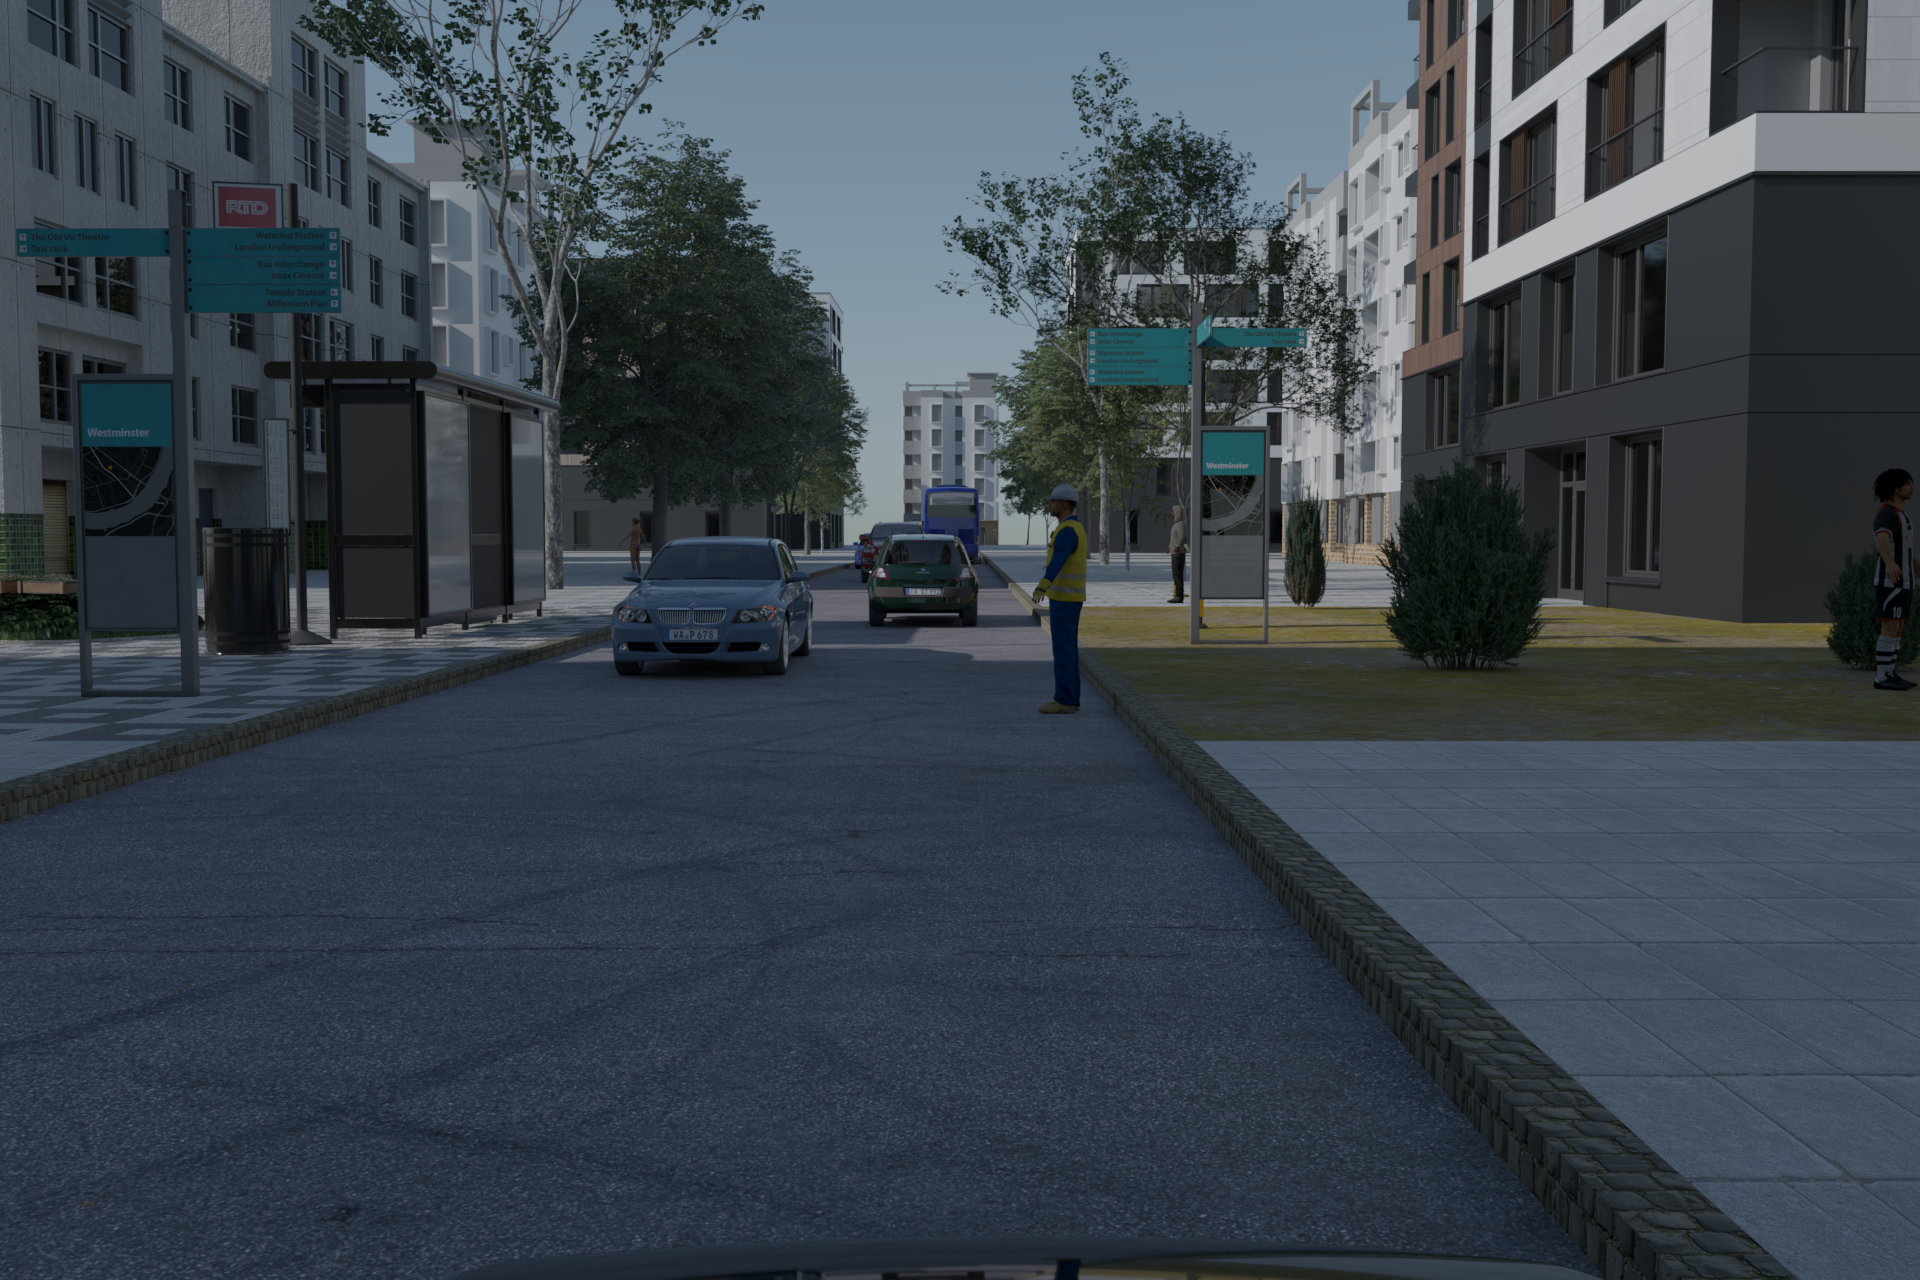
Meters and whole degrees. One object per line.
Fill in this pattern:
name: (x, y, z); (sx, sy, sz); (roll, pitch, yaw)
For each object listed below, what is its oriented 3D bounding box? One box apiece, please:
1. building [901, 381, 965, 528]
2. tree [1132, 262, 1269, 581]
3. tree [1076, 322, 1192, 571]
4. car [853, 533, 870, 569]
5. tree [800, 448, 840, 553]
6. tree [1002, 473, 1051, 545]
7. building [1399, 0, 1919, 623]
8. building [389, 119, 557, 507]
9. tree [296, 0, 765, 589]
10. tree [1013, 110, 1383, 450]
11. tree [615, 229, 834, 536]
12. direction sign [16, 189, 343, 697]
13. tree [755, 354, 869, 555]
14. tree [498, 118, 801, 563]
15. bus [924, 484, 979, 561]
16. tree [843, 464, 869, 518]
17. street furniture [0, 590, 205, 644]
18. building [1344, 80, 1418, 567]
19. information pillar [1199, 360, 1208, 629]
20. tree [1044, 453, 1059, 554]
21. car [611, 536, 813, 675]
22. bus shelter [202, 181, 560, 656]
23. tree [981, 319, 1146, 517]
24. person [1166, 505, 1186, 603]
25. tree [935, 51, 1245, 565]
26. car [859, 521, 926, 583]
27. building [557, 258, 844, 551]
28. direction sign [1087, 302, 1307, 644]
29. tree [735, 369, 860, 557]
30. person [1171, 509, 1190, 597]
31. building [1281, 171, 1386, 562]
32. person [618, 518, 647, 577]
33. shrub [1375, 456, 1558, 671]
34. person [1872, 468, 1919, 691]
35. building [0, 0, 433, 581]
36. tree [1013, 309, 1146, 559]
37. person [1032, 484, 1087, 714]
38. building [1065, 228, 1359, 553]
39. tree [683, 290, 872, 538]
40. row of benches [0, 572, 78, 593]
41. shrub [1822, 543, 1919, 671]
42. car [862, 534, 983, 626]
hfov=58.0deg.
building: (-6.649, -21.345, 207.869); (11.380, 20.090, 16.016); (1, 4, 10)
tree: (5.923, -5.940, 47.480); (4.360, 8.622, 3.978); (0, 3, 0)
tree: (5.838, -6.666, 59.345); (4.737, 8.622, 4.395); (0, 3, 0)
car: (-3.452, -3.814, 71.951); (1.945, 1.707, 3.694); (0, 4, 0)
tree: (-9.061, -10.143, 116.196); (4.360, 8.622, 3.978); (0, 3, 0)
tree: (8.421, -16.675, 207.043); (7.601, 10.594, 8.767); (0, 4, 8)
building: (25.098, -12.020, 40.501); (27.936, 21.610, 32.646); (0, 4, 0)
building: (-26.616, -13.699, 80.406); (16.016, 20.090, 11.380); (0, 4, 0)
tree: (-10.867, -11.219, 39.328); (12.611, 20.169, 13.585); (0, 3, 0)
tree: (5.647, -6.333, 37.958); (8.767, 10.594, 7.601); (-2, 4, -30)
tree: (-9.922, -10.120, 72.111); (9.857, 13.997, 8.962); (0, 3, 0)
direction sign: (-6.069, -1.551, 14.117); (2.525, 3.948, 1.411); (0, 4, 1)
tree: (-9.337, -11.563, 107.182); (7.486, 12.596, 7.792); (0, 3, 0)
tree: (-9.612, -9.076, 55.054); (9.857, 13.997, 8.962); (0, 3, 0)
bus: (-0.412, -5.721, 85.091); (2.896, 3.916, 12.251); (0, 4, 0)
tree: (-14.396, -16.727, 207.890); (7.601, 10.594, 8.767); (0, 4, -1)
street furniture: (-13.188, -0.300, 20.538); (5.734, 0.657, 10.072); (1, 4, 21)
building: (21.817, -13.286, 73.653); (16.016, 20.090, 11.380); (0, 4, 0)
information pillar: (3.254, -1.971, 23.583); (0.183, 3.616, 0.504); (0, 4, -1)
tree: (5.545, -9.899, 112.207); (4.360, 8.622, 3.978); (0, 3, 0)
car: (-2.626, -0.436, 19.130); (2.014, 1.417, 4.499); (0, 3, 0)
bus shelter: (-7.357, -2.743, 22.479); (2.179, 5.291, 8.768); (0, 4, 1)
tree: (6.024, -11.816, 99.849); (9.857, 13.997, 8.962); (0, 3, 0)
person: (4.012, -1.591, 32.149); (0.705, 1.813, 1.348); (0, 4, 0)
tree: (5.158, -13.160, 71.054); (12.611, 20.169, 13.585); (0, 3, 0)
car: (-1.879, -2.679, 52.479); (2.281, 1.827, 5.304); (0, 4, 0)
building: (-24.950, -18.392, 144.692); (27.936, 21.610, 32.646); (0, 4, 1)
direction sign: (2.729, -1.883, 19.542); (2.525, 3.948, 1.411); (0, 4, 1)
tree: (-9.587, -10.488, 97.235); (9.928, 11.665, 9.643); (0, 3, 0)
person: (4.492, -1.782, 35.276); (0.704, 1.812, 1.346); (0, 4, -2)
building: (22.492, -14.415, 92.110); (16.016, 20.090, 11.380); (0, 4, 0)
person: (-9.138, -2.546, 48.433); (0.721, 1.733, 1.217); (2, 4, 27)
shrub: (4.785, -0.736, 16.458); (1.690, 2.028, 1.600); (0, 3, 0)
person: (7.747, -0.500, 14.315); (0.704, 1.843, 1.345); (3, 4, 37)
building: (-29.847, -11.500, 54.477); (16.747, 18.905, 31.486); (0, 4, 0)
tree: (6.157, -10.374, 87.740); (7.486, 12.596, 7.792); (0, 3, 0)
person: (0.813, -0.337, 13.941); (0.705, 1.833, 1.349); (1, 4, 13)
building: (21.799, -17.618, 132.024); (27.936, 21.610, 32.646); (0, 4, 0)
tree: (-9.521, -10.755, 86.217); (12.009, 13.543, 11.850); (0, 3, 0)
row of benches: (-15.518, -0.757, 27.843); (4.104, 0.672, 1.422); (2, 4, 26)
shrub: (8.640, -0.317, 16.302); (1.383, 1.207, 1.383); (0, 3, 0)
car: (-0.606, -1.133, 28.310); (2.009, 1.686, 4.222); (0, 4, -1)
